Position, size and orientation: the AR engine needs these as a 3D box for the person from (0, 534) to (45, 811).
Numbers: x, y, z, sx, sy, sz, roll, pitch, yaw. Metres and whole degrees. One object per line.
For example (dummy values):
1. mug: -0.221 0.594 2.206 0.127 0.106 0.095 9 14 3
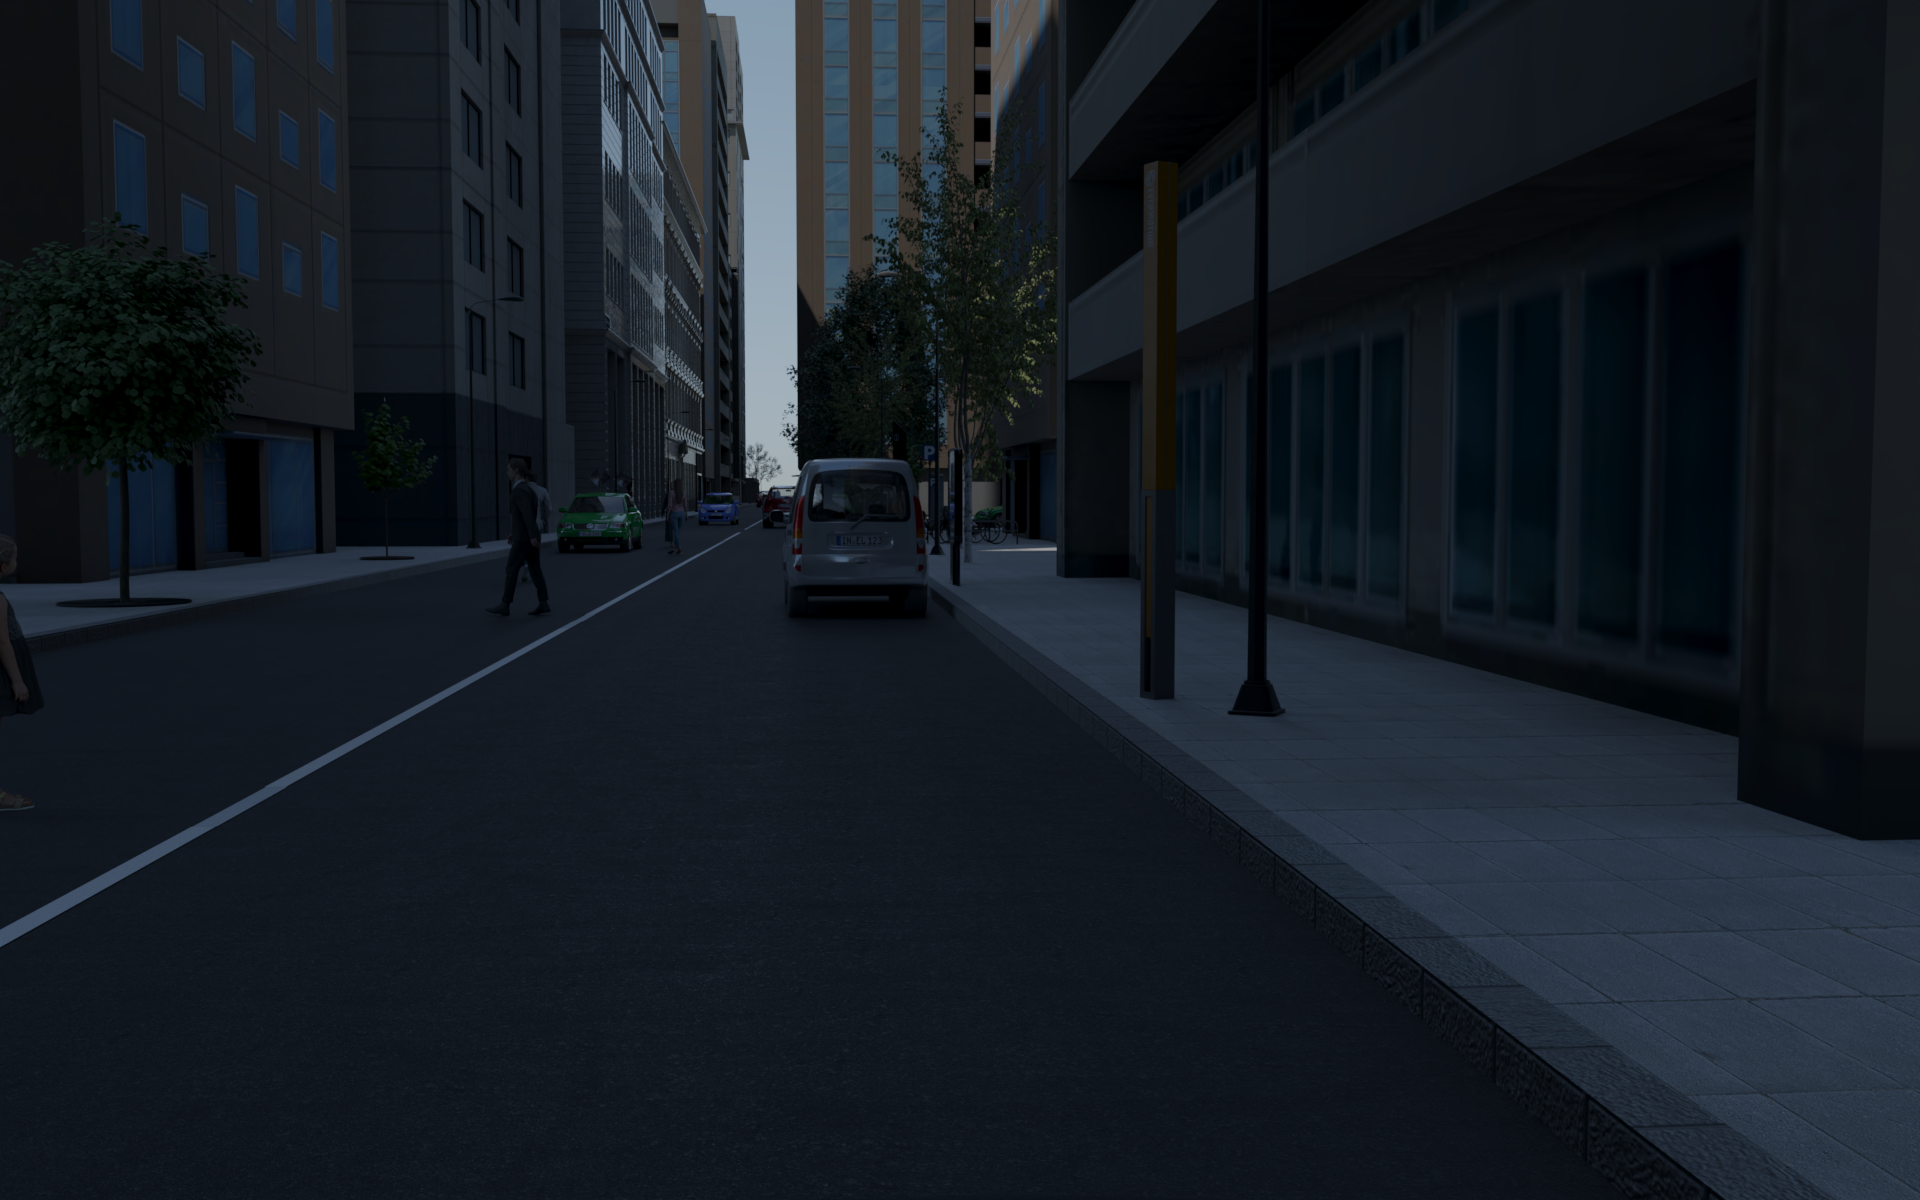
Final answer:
1. person: -4.386 0.321 7.915 0.373 1.253 0.362 -3 4 -37

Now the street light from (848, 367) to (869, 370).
1. street light: -3.396 -5.550 63.277 1.470 5.913 1.316 0 4 -5

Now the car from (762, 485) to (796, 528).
1. car: -7.382 -4.022 74.435 2.281 1.827 5.304 0 4 -3

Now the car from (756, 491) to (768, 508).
1. car: -20.690 -10.809 185.394 2.281 1.827 5.304 0 4 -4

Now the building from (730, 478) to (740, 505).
1. building: -40.964 -30.558 191.498 32.217 40.220 23.993 0 4 -5

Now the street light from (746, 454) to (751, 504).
1. street light: -24.788 -13.876 199.406 1.470 5.913 1.316 0 4 -5

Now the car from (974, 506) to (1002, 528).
1. car: 2.902 -3.703 69.334 4.718 1.807 1.959 0 4 -6

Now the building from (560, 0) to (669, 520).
1. building: -20.970 -18.723 83.619 11.434 29.767 29.804 0 4 -5

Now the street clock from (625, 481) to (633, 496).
1. street clock: -13.680 -4.099 71.582 0.358 2.002 0.471 0 4 -1

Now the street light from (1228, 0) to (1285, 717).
1. street light: 1.196 -2.286 9.917 1.470 5.913 1.316 0 4 -5

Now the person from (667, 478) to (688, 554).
1. person: -6.742 -2.013 41.415 0.555 1.821 0.388 -3 5 -43

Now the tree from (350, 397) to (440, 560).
1. tree: -11.275 -2.394 33.742 1.663 3.219 1.824 0 3 0

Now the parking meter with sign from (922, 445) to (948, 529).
1. parking meter with sign: -0.840 -4.046 62.407 0.543 3.016 1.738 1 4 16

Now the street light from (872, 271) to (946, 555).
1. street light: -1.022 -3.903 36.351 1.470 5.913 1.316 0 4 -5

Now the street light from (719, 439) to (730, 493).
1. street light: -20.217 -10.644 146.569 1.470 5.913 1.316 0 4 -5

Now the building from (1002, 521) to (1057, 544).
1. building: 8.499 -24.436 49.636 14.600 45.320 14.200 0 4 -5

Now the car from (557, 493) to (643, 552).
1. car: -9.106 -2.152 43.986 1.959 1.807 4.718 0 4 -5

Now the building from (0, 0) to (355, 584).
1. building: -19.687 -23.206 29.533 14.600 45.320 14.200 0 4 -5

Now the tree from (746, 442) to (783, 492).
1. tree: -34.915 -22.484 302.017 8.767 10.594 7.601 0 4 -4

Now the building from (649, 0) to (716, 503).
1. building: -28.909 -30.641 151.084 14.600 45.320 14.200 0 4 -5

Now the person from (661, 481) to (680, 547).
1. person: -7.792 -2.324 46.912 0.576 1.772 0.534 -1 4 -19

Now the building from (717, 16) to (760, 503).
1. building: -41.656 -50.530 264.410 20.563 71.187 20.611 0 4 -5

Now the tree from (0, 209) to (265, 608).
1. tree: -9.801 -2.221 20.033 4.285 4.588 4.351 0 3 0

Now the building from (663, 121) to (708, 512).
1. building: -27.172 -21.021 120.116 17.030 29.872 44.131 0 4 -5

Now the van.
1. van: -1.370 -0.898 21.687 2.013 2.044 4.112 0 4 -7

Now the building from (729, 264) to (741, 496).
1. building: -34.171 -26.897 211.469 14.160 30.474 14.107 0 4 -5

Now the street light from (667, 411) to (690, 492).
1. street light: -15.784 -7.606 96.906 1.470 5.913 1.316 0 4 -5

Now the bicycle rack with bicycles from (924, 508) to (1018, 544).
1. bicycle rack with bicycles: 0.112 -1.914 44.670 2.925 0.926 2.852 -1 4 -21

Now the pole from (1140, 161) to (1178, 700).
1. pole: 1.240 -1.036 10.788 0.158 3.312 0.155 0 3 0

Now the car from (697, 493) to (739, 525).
1. car: -11.274 -4.368 81.013 1.945 1.707 3.694 0 4 -3

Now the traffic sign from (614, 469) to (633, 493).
1. traffic sign: -13.687 -4.087 70.472 0.795 2.450 0.064 0 4 -5

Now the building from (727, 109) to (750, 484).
1. building: -43.835 -39.807 240.084 28.713 52.752 27.495 0 4 -5

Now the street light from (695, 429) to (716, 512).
1. street light: -18.226 -9.221 123.297 1.470 5.913 1.316 0 4 -5

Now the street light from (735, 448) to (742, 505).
1. street light: -22.449 -12.259 172.979 1.470 5.913 1.316 0 4 -5

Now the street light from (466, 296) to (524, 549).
1. street light: -10.939 -4.172 40.748 1.470 5.913 1.316 0 4 -5

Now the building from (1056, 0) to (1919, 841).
1. building: 13.035 -24.011 16.284 21.300 48.544 21.600 0 4 -5

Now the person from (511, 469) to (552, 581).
1. person: -7.080 -1.241 28.637 0.661 1.843 0.795 -1 4 -17

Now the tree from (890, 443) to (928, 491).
1. tree: -1.842 -3.936 58.955 1.663 3.219 1.824 0 3 0

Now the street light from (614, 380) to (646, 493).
1. street light: -13.437 -5.980 70.312 1.470 5.913 1.316 0 4 -5

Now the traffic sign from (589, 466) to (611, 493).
1. traffic sign: -12.996 -3.601 62.517 0.795 2.450 0.064 0 4 -5

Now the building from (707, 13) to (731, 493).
1. building: -33.724 -33.326 168.579 21.300 48.544 21.600 0 4 -5

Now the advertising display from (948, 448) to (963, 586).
1. advertising display: -0.070 -1.181 24.516 0.123 1.923 0.974 0 4 -6

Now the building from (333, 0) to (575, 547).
1. building: -23.301 -37.385 49.504 20.611 71.187 20.563 0 4 -5

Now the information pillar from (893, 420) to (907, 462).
1. information pillar: -1.909 -3.868 54.590 0.504 3.616 0.183 2 4 34

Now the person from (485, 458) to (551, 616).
1. person: -5.218 -0.744 20.443 0.755 1.850 0.659 0 4 5

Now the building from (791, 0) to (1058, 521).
1. building: -2.464 -27.488 99.537 14.600 45.320 14.200 0 4 -5

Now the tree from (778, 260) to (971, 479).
1. tree: -4.112 -10.262 84.795 9.611 12.733 9.660 0 3 0

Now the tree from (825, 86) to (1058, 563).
1. tree: 0.394 -5.002 32.152 4.737 8.622 4.395 0 3 0

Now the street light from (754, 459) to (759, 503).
1. street light: -27.370 -15.725 229.642 1.470 5.913 1.316 0 4 -5
